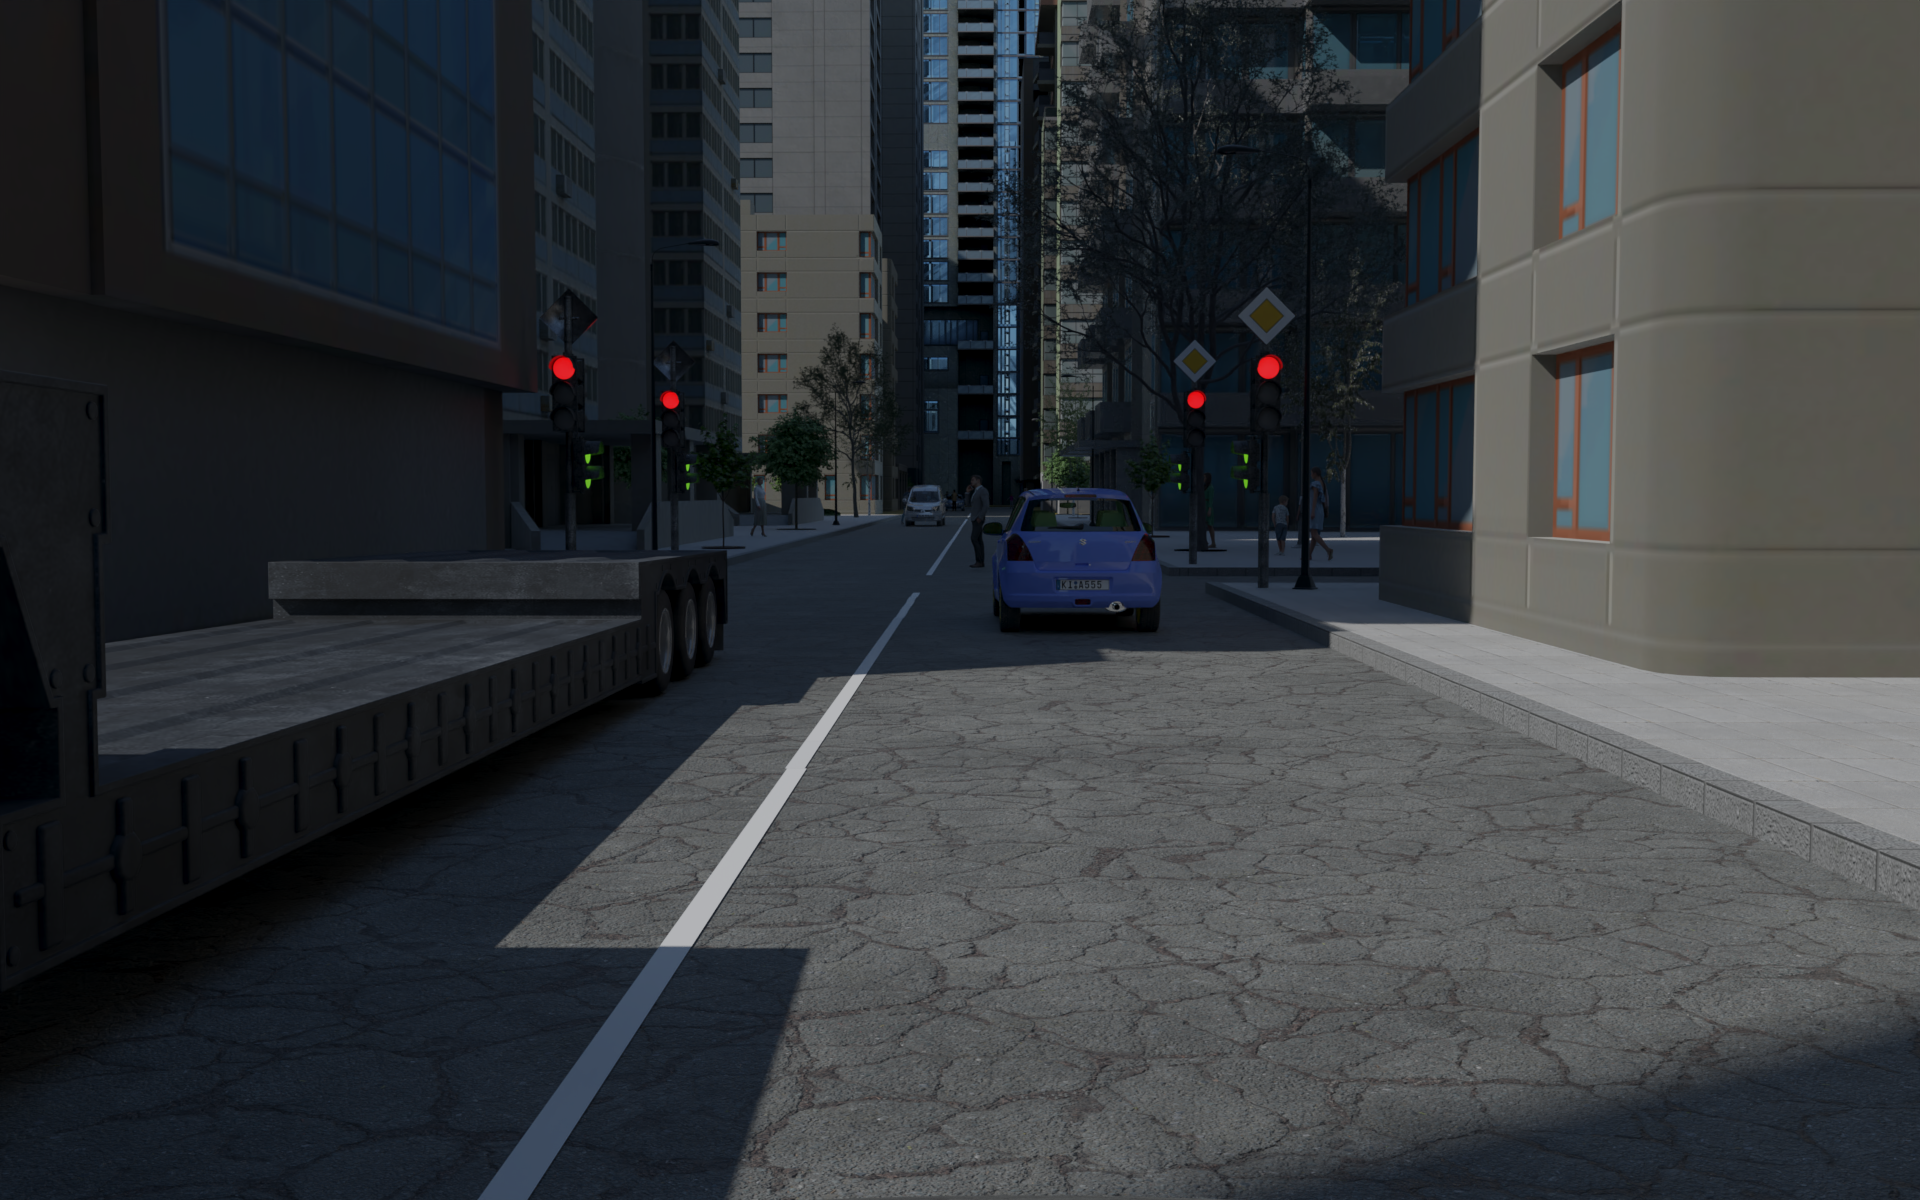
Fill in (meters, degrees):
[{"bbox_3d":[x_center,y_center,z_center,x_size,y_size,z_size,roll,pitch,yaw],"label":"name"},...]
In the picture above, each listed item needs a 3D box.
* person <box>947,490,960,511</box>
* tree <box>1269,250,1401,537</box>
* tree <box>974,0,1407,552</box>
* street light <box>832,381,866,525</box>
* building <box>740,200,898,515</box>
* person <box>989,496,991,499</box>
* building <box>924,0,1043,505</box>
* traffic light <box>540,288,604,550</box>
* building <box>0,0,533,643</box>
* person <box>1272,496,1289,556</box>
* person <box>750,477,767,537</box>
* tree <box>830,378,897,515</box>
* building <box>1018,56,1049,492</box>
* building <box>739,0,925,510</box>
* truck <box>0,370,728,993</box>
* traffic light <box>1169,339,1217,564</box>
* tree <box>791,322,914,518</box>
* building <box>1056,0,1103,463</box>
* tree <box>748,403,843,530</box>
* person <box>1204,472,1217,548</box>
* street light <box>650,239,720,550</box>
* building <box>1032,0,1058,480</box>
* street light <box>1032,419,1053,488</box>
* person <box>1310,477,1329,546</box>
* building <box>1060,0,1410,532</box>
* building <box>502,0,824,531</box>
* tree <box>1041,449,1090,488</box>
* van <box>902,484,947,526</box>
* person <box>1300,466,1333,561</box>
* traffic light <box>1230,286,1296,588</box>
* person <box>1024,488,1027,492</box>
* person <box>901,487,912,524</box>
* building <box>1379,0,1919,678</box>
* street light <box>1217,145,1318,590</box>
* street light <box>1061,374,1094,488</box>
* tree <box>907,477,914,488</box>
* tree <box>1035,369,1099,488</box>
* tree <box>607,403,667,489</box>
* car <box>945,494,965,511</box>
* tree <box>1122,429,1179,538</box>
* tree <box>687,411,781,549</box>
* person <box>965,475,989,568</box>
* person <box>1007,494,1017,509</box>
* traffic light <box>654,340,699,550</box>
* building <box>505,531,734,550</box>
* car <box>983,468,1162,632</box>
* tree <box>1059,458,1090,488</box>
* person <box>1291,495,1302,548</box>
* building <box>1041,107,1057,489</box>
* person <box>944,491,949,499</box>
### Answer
[{"bbox_3d":[-0.493,-8.299,144.284,1.348,1.812,0.705,-2,4,-33],"label":"person"},{"bbox_3d":[11.137,-6.171,51.254,4.360,8.622,3.978,0,3,0],"label":"tree"},{"bbox_3d":[5.231,-7.828,38.357,12.009,13.543,11.850,0,3,0],"label":"tree"},{"bbox_3d":[-4.561,-6.030,71.135,1.470,5.913,1.316,0,4,1],"label":"street light"},{"bbox_3d":[-18.929,-16.937,121.953,27.650,21.520,28.899,0,4,1],"label":"building"},{"bbox_3d":[2.430,-9.657,167.067,1.217,1.739,0.721,-1,4,-15],"label":"person"},{"bbox_3d":[4.857,-54.295,200.389,31.000,86.520,22.319,0,4,1],"label":"building"},{"bbox_3d":[-5.329,-2.128,23.712,0.839,4.253,0.868,0,4,1],"label":"traffic light"},{"bbox_3d":[-13.135,-22.400,16.345,14.200,45.320,14.600,0,4,1],"label":"building"},{"bbox_3d":[6.691,-1.557,36.181,0.332,1.250,0.352,3,5,39],"label":"person"},{"bbox_3d":[-6.090,-2.815,52.300,0.641,1.798,0.478,3,5,43],"label":"person"},{"bbox_3d":[-5.577,-9.421,104.390,4.360,8.622,3.978,0,3,0],"label":"tree"},{"bbox_3d":[13.158,-32.111,175.129,14.600,45.320,14.200,0,4,1],"label":"building"},{"bbox_3d":[-14.163,-44.835,171.310,20.611,71.187,20.563,0,4,1],"label":"building"},{"bbox_3d":[-3.352,-0.981,5.805,2.967,4.110,18.799,0,4,1],"label":"truck"},{"bbox_3d":[4.243,-2.609,31.581,0.839,4.253,0.868,0,4,1],"label":"traffic light"},{"bbox_3d":[-6.031,-9.799,94.629,7.601,10.594,8.767,0,4,-1],"label":"tree"},{"bbox_3d":[13.566,-26.576,118.113,14.154,41.232,14.086,0,4,1],"label":"building"},{"bbox_3d":[-5.816,-4.801,62.204,4.285,4.588,4.351,0,3,0],"label":"tree"},{"bbox_3d":[5.887,-2.132,41.142,0.529,1.795,0.600,-1,4,-21],"label":"person"},{"bbox_3d":[-5.080,-3.619,31.706,1.470,5.913,1.316,0,4,1],"label":"street light"},{"bbox_3d":[17.670,-30.510,153.469,22.147,44.769,28.867,0,4,1],"label":"building"},{"bbox_3d":[5.131,-8.207,106.722,1.470,5.913,1.316,0,4,1],"label":"street light"},{"bbox_3d":[8.808,-2.223,43.058,0.731,1.740,0.598,1,4,15],"label":"person"},{"bbox_3d":[16.430,-27.617,71.144,23.786,49.044,30.456,0,4,1],"label":"building"},{"bbox_3d":[-22.863,-23.545,76.835,32.217,40.220,23.993,0,4,1],"label":"building"},{"bbox_3d":[6.858,-7.694,109.504,4.285,4.588,4.351,0,3,0],"label":"tree"},{"bbox_3d":[-1.550,-4.349,78.114,2.013,2.044,4.112,0,4,2],"label":"van"},{"bbox_3d":[6.911,-1.665,33.356,0.616,1.811,0.778,-3,5,-42],"label":"person"},{"bbox_3d":[4.131,-2.121,23.596,0.839,4.253,0.868,0,4,1],"label":"traffic light"},{"bbox_3d":[3.846,-5.792,103.548,0.444,1.785,0.601,-3,5,-40],"label":"person"},{"bbox_3d":[-2.472,-4.465,81.850,0.623,1.781,0.721,2,4,30],"label":"person"},{"bbox_3d":[18.713,-9.832,5.791,27.650,21.520,28.899,0,4,1],"label":"building"},{"bbox_3d":[4.115,-3.099,23.204,1.470,5.913,1.316,0,4,1],"label":"street light"},{"bbox_3d":[4.620,-5.796,67.310,1.470,5.913,1.316,0,4,1],"label":"street light"},{"bbox_3d":[-5.155,-10.171,160.894,1.663,3.219,1.824,0,3,0],"label":"tree"},{"bbox_3d":[6.557,-9.218,101.081,4.737,8.622,4.395,0,3,0],"label":"tree"},{"bbox_3d":[-11.560,-4.826,62.613,4.285,4.588,4.351,0,3,0],"label":"tree"},{"bbox_3d":[-0.479,-8.272,147.257,2.014,1.417,4.499,0,4,1],"label":"car"},{"bbox_3d":[5.583,-3.469,51.324,1.663,3.219,1.824,0,3,0],"label":"tree"},{"bbox_3d":[-5.432,-2.813,40.588,1.663,3.219,1.824,0,3,0],"label":"tree"},{"bbox_3d":[0.329,-1.542,33.901,0.473,1.802,0.592,0,4,-1],"label":"person"},{"bbox_3d":[4.986,-9.496,166.978,0.991,1.433,0.599,1,4,11],"label":"person"},{"bbox_3d":[-5.218,-2.616,31.697,0.839,4.253,0.868,0,4,1],"label":"traffic light"},{"bbox_3d":[-23.107,-21.591,44.902,32.217,40.220,23.993,0,4,1],"label":"building"},{"bbox_3d":[1.228,-0.594,19.307,1.945,1.707,3.694,0,4,-1],"label":"car"},{"bbox_3d":[6.345,-5.939,91.697,1.663,3.219,1.824,0,3,0],"label":"tree"},{"bbox_3d":[8.166,-1.985,41.101,0.523,1.515,0.503,3,5,39],"label":"person"},{"bbox_3d":[13.170,-22.068,132.519,14.160,30.474,14.107,0,4,1],"label":"building"},{"bbox_3d":[-1.360,-10.684,183.906,1.217,1.735,0.721,0,4,8],"label":"person"}]
